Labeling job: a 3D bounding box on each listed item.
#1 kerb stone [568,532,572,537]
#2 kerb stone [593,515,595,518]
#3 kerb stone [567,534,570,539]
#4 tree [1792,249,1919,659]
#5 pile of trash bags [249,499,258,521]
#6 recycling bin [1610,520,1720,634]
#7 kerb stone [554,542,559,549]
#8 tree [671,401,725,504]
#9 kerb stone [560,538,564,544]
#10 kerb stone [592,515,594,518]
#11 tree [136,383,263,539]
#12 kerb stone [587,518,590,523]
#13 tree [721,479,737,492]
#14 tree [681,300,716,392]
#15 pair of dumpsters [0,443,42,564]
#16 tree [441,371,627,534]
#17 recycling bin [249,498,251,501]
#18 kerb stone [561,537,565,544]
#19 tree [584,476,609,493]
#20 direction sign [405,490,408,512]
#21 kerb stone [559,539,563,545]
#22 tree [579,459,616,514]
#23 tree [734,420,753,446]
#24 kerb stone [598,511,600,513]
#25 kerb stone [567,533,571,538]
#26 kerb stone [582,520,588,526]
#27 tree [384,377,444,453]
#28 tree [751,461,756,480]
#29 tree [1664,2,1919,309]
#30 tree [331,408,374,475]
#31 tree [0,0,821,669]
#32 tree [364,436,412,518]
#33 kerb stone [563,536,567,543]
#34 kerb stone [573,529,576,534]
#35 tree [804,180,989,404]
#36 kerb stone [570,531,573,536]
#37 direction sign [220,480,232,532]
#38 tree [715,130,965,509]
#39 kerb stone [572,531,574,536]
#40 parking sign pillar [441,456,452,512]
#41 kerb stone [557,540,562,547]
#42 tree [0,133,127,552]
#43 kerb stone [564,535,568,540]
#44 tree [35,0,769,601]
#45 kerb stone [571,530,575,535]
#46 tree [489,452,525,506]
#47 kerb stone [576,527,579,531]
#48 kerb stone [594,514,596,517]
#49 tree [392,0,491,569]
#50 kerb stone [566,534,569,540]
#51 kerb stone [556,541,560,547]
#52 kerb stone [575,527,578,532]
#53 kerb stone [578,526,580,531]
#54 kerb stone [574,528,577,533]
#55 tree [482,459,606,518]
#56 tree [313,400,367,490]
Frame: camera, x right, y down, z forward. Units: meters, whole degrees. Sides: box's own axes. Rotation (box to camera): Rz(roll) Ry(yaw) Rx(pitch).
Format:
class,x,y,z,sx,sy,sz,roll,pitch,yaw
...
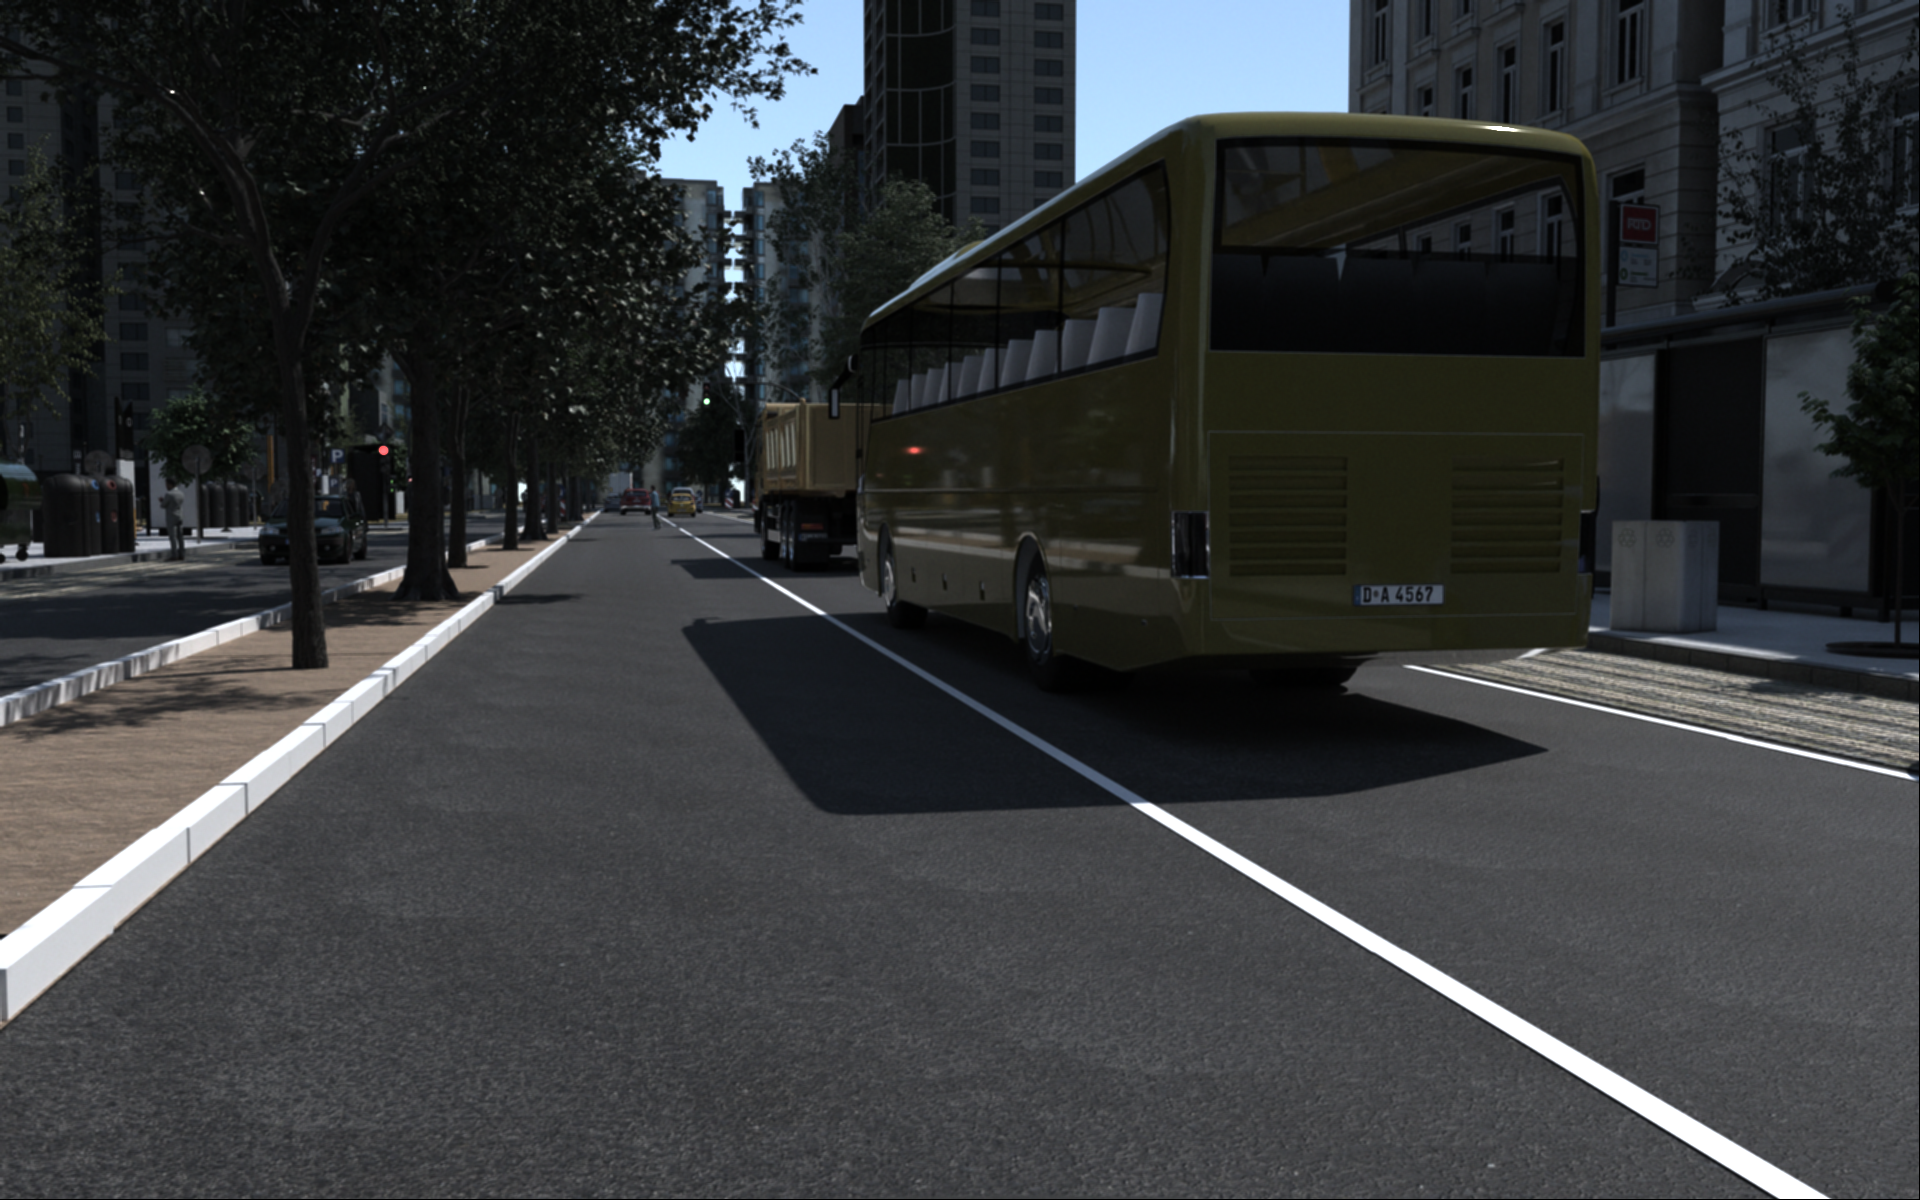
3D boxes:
class,x,y,z,sx,sy,sz,roll,pitch,yaw
kerb stone,-12.361,-1.971,54.488,0.120,0.150,1.000,-1,4,-11
kerb stone,-20.517,-4.527,96.229,0.120,0.150,1.000,-1,4,-11
kerb stone,-11.972,-1.848,52.476,0.120,0.150,1.000,-1,4,-11
tree,7.414,-1.175,13.817,1.663,3.219,1.824,0,3,0
pile of trash bags,-34.823,-4.378,81.340,3.447,1.369,1.912,-1,4,-23
recycling bin,6.624,-0.228,16.287,0.722,1.027,0.722,-3,5,-40
kerb stone,-10.201,-1.297,43.394,0.120,0.150,1.000,-1,4,-11
tree,-33.338,-19.562,226.500,9.857,13.997,8.962,0,3,0
kerb stone,-10.986,-1.543,47.426,0.120,0.150,1.000,-1,4,-11
kerb stone,-20.114,-4.402,94.212,0.120,0.150,1.000,-1,4,-11
tree,-21.933,-4.037,49.727,4.285,4.588,4.351,0,3,0
kerb stone,-18.160,-3.790,84.163,0.120,0.150,1.000,-1,4,-11
tree,-23.676,-11.198,177.682,1.663,3.219,1.824,0,3,0
tree,-17.884,-17.886,148.322,12.611,20.169,13.585,0,3,0
pair of dumpsters,-17.950,-1.744,31.006,1.574,2.255,4.437,-1,4,-11
tree,-14.924,-8.688,62.627,7.486,12.596,7.792,0,3,0
recycling bin,-47.723,-6.408,117.332,0.722,1.027,0.722,-2,4,-29
kerb stone,-11.188,-1.603,48.434,0.120,0.150,1.000,-1,4,-11
tree,-29.660,-11.327,138.015,4.737,8.622,4.395,0,3,0
direction sign,-38.861,-7.913,121.382,0.876,3.537,0.379,2,4,34
kerb stone,-10.792,-1.482,46.418,0.120,0.150,1.000,-1,4,-11
tree,-26.607,-12.750,121.296,12.009,13.543,11.850,0,3,0
tree,-26.095,-16.141,189.662,9.928,11.665,9.643,0,3,0
kerb stone,-24.241,-5.695,115.349,0.120,0.150,1.000,-1,4,-11
kerb stone,-12.170,-1.913,53.481,0.120,0.150,1.000,-1,4,-11
kerb stone,-16.970,-3.421,78.121,0.120,0.150,1.000,-1,4,-11
tree,-32.426,-9.422,104.413,4.737,8.622,4.395,0,3,0
tree,-12.537,-8.159,117.119,4.285,4.588,4.351,0,3,0
tree,12.830,-4.585,25.331,4.360,8.622,3.978,0,3,0
tree,-50.602,-11.886,144.702,4.360,8.622,3.978,0,3,0
tree,-5.372,-4.731,14.228,8.767,10.594,7.601,-1,4,-11
tree,-30.747,-6.687,93.050,4.285,4.588,4.351,0,3,0
kerb stone,-11.376,-1.667,49.447,0.120,0.150,1.000,-1,4,-11
kerb stone,-13.146,-2.216,58.512,0.120,0.150,1.000,-1,4,-11
tree,-1.843,-8.900,63.648,7.486,12.596,7.792,0,3,0
kerb stone,-12.555,-2.036,55.492,0.120,0.150,1.000,-1,4,-11
direction sign,-24.905,-4.079,58.696,0.876,3.537,0.379,1,4,23
tree,-5.666,-14.242,88.738,12.611,20.169,13.585,0,3,0
kerb stone,-12.755,-2.098,56.502,0.120,0.150,1.000,-1,4,-11
parking sign pillar,-36.302,-8.258,123.495,1.447,3.967,1.447,2,4,32
kerb stone,-10.589,-1.420,45.415,0.120,0.150,1.000,-1,4,-11
tree,-19.534,-5.230,35.879,4.737,8.622,4.395,0,3,0
kerb stone,-11.570,-1.728,50.454,0.120,0.150,1.000,-1,4,-11
tree,-7.249,-6.347,23.237,9.611,12.733,9.660,0,3,0
kerb stone,-12.955,-2.160,57.504,0.120,0.150,1.000,-1,4,-11
tree,-47.188,-14.068,180.370,4.737,8.622,4.395,0,3,0
kerb stone,-13.931,-2.466,62.540,0.120,0.150,1.000,-1,4,-11
kerb stone,-21.098,-4.713,99.252,0.120,0.150,1.000,-1,4,-11
tree,-9.537,-6.400,32.861,9.928,11.665,9.643,0,3,0
kerb stone,-11.778,-1.790,51.470,0.120,0.150,1.000,-1,4,-11
kerb stone,-10.392,-1.355,44.401,0.120,0.150,1.000,-1,4,-11
kerb stone,-13.737,-2.406,61.537,0.120,0.150,1.000,-1,4,-11
kerb stone,-14.325,-2.590,64.547,0.120,0.150,1.000,-1,4,-11
kerb stone,-13.545,-2.340,60.531,0.120,0.150,1.000,-1,4,-11
tree,-23.003,-11.791,101.898,9.857,13.997,8.962,0,3,0
tree,-47.281,-11.141,132.518,4.737,8.622,4.395,0,3,0
